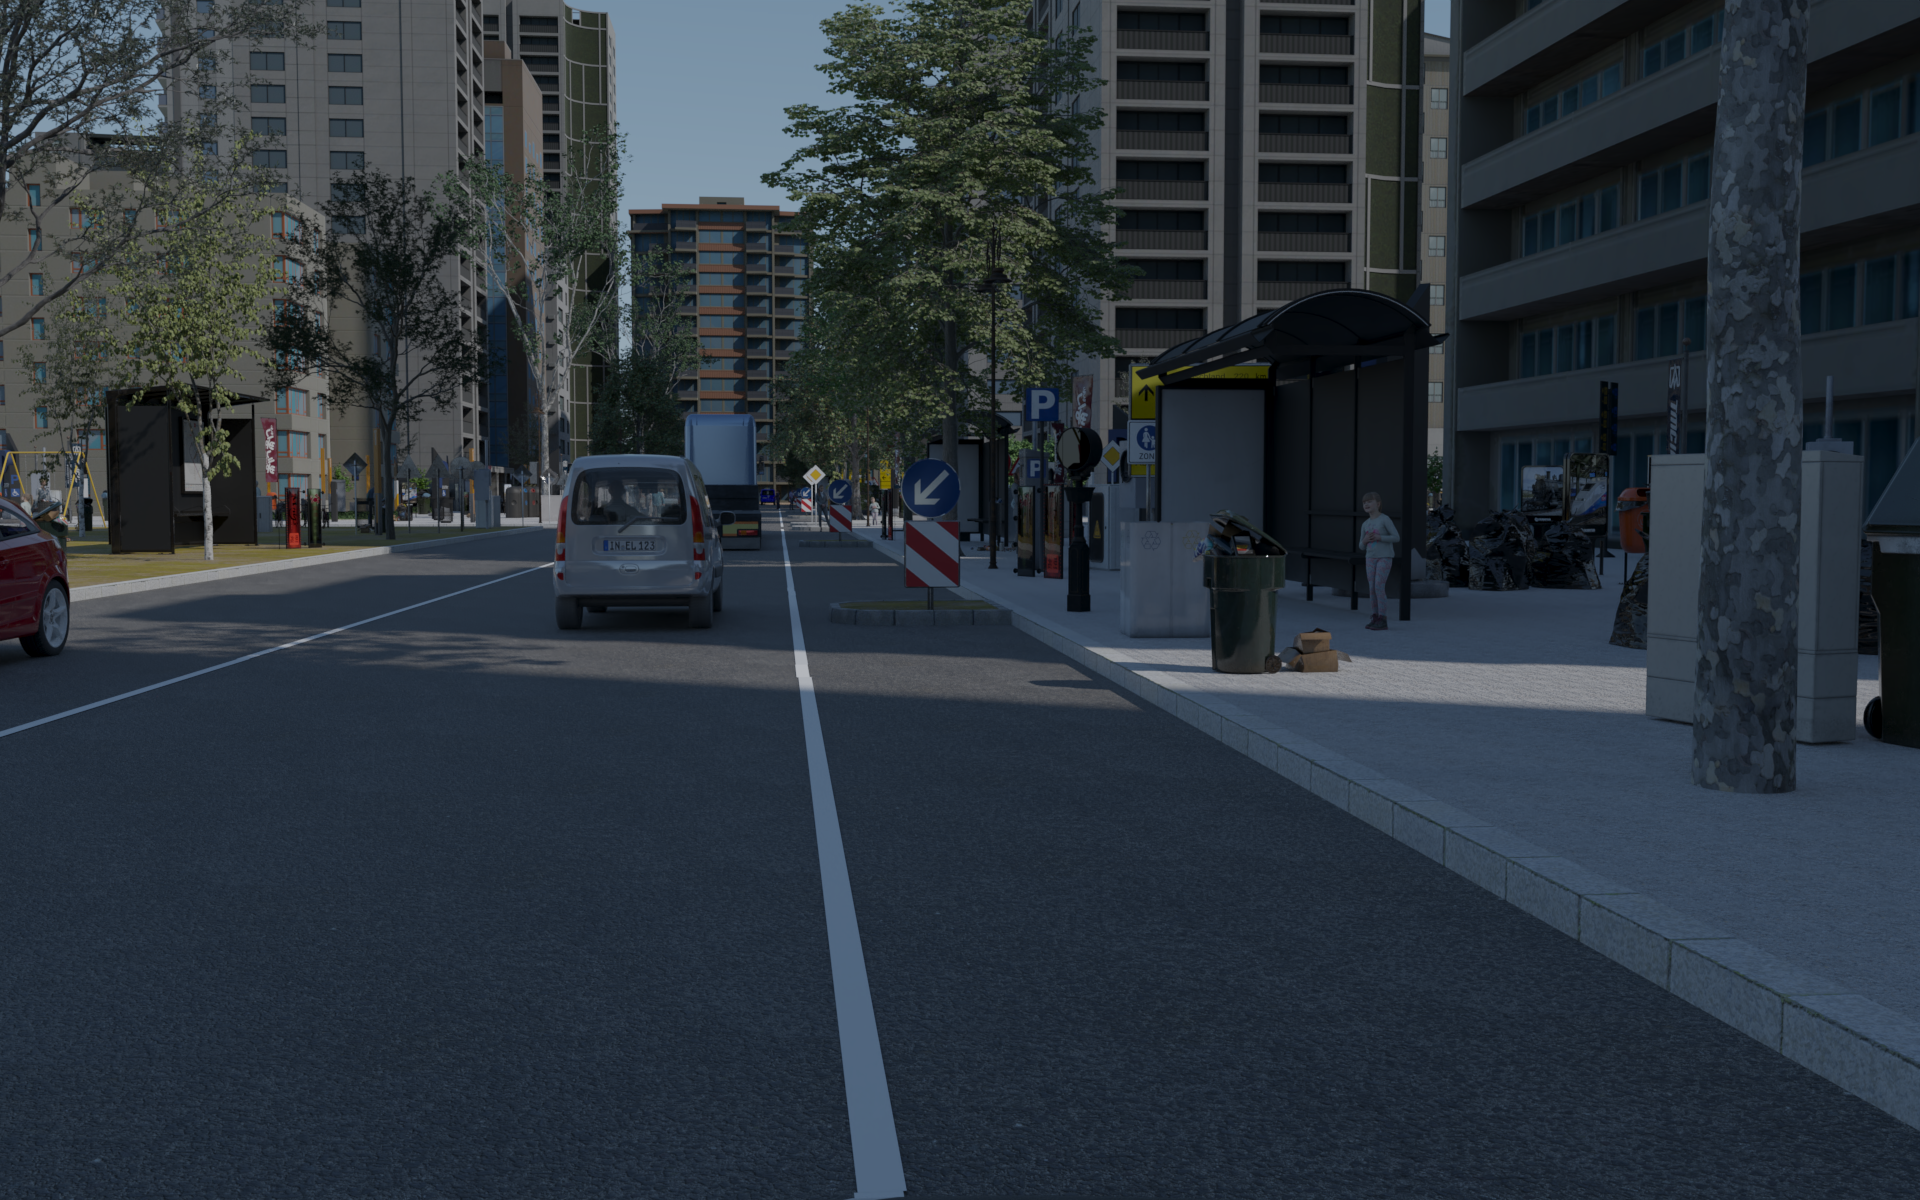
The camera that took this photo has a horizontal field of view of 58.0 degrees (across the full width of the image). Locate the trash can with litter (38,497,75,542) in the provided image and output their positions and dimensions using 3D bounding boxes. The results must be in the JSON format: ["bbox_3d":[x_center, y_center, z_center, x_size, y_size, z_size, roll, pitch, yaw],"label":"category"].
[{"bbox_3d":[-24.733,-2.148,46.171,2.233,1.210,1.678,-3,4,-37],"label":"trash can with litter"}]

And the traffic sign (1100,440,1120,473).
[{"bbox_3d":[3.708,-2.578,41.880,0.795,2.593,0.064,0,4,1],"label":"traffic sign"}]

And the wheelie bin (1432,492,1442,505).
[{"bbox_3d":[17.401,-3.265,61.290,0.980,1.594,0.693,3,5,44],"label":"wheelie bin"}]

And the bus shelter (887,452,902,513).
[{"bbox_3d":[-3.759,-7.967,107.886,2.179,5.291,8.768,0,4,-6],"label":"bus shelter"}]

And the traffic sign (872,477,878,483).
[{"bbox_3d":[-6.537,-8.082,132.149,0.884,2.594,0.081,0,4,-5],"label":"traffic sign"}]

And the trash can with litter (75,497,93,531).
[{"bbox_3d":[-30.440,-2.973,60.003,0.624,1.170,1.055,-3,5,-42],"label":"trash can with litter"}]

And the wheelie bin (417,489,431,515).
[{"bbox_3d":[-33.604,-6.155,108.538,0.980,1.594,0.693,1,4,18],"label":"wheelie bin"}]

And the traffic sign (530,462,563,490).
[{"bbox_3d":[-26.014,-7.062,109.333,2.265,3.308,0.079,0,4,1],"label":"traffic sign"}]

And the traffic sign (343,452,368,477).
[{"bbox_3d":[-19.012,-3.346,54.447,0.795,2.593,0.064,0,4,1],"label":"traffic sign"}]

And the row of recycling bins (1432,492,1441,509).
[{"bbox_3d":[43.127,-8.847,151.758,3.534,1.692,1.069,0,4,-6],"label":"row of recycling bins"}]

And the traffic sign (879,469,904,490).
[{"bbox_3d":[-3.532,-6.502,100.182,2.265,3.308,0.079,0,4,0],"label":"traffic sign"}]

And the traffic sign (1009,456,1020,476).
[{"bbox_3d":[1.810,-3.051,49.892,0.884,2.594,0.081,0,4,-5],"label":"traffic sign"}]

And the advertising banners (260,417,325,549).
[{"bbox_3d":[-15.588,-2.709,40.477,0.090,3.025,2.074,1,4,19],"label":"advertising banners"}]

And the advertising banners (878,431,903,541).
[{"bbox_3d":[-1.934,-3.167,47.973,0.090,3.025,2.074,-1,4,-16],"label":"advertising banners"}]

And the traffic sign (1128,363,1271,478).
[{"bbox_3d":[3.760,-2.025,26.988,2.265,3.308,0.079,0,4,3],"label":"traffic sign"}]

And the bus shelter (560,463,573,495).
[{"bbox_3d":[-25.519,-7.368,114.395,2.014,3.302,5.546,0,4,-6],"label":"bus shelter"}]

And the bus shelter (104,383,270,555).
[{"bbox_3d":[-17.546,-2.961,39.696,1.731,3.624,6.357,0,4,-6],"label":"bus shelter"}]

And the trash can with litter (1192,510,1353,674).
[{"bbox_3d":[2.264,-0.073,12.576,1.055,1.170,0.624,-1,4,-14],"label":"trash can with litter"}]

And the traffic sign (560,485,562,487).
[{"bbox_3d":[-24.810,-6.396,106.705,0.606,2.300,0.079,0,4,-4],"label":"traffic sign"}]

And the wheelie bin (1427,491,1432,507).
[{"bbox_3d":[41.780,-8.936,154.018,0.693,1.594,0.980,-2,4,-27],"label":"wheelie bin"}]

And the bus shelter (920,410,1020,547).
[{"bbox_3d":[0.154,-3.083,44.331,2.014,3.302,5.546,0,4,-6],"label":"bus shelter"}]

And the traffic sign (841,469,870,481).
[{"bbox_3d":[-8.148,-8.637,135.086,2.265,3.308,0.079,0,4,0],"label":"traffic sign"}]

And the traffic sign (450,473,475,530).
[{"bbox_3d":[-17.719,-3.772,61.668,0.884,2.594,0.081,0,4,-5],"label":"traffic sign"}]

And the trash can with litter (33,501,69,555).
[{"bbox_3d":[-14.747,-0.987,27.531,1.055,1.170,0.624,-2,4,-25],"label":"trash can with litter"}]

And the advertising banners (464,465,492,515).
[{"bbox_3d":[-29.522,-6.703,105.774,2.074,3.025,0.090,1,4,14],"label":"advertising banners"}]

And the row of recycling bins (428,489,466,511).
[{"bbox_3d":[-38.751,-7.584,131.113,3.534,1.692,1.069,-2,4,-29],"label":"row of recycling bins"}]

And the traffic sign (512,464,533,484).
[{"bbox_3d":[-17.162,-4.019,67.896,0.795,2.593,0.064,0,4,-6],"label":"traffic sign"}]

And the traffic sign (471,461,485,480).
[{"bbox_3d":[-18.588,-4.064,66.545,0.768,2.556,0.104,0,4,-2],"label":"traffic sign"}]

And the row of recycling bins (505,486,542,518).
[{"bbox_3d":[-23.673,-5.315,94.016,1.069,1.692,3.534,1,4,12],"label":"row of recycling bins"}]

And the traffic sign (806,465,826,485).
[{"bbox_3d":[-5.729,-4.091,69.076,0.795,2.593,0.064,0,4,-6],"label":"traffic sign"}]

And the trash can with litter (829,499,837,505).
[{"bbox_3d":[-8.780,-6.866,123.649,1.055,1.170,0.624,-1,4,-15],"label":"trash can with litter"}]

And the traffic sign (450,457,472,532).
[{"bbox_3d":[-17.021,-3.608,59.102,0.768,2.556,0.104,0,4,3],"label":"traffic sign"}]

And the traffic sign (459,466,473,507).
[{"bbox_3d":[-18.075,-3.843,62.943,0.768,2.556,0.104,0,4,-5],"label":"traffic sign"}]

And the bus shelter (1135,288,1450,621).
[{"bbox_3d":[3.549,-1.583,19.808,2.014,3.302,5.546,0,4,-6],"label":"bus shelter"}]

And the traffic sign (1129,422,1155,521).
[{"bbox_3d":[2.622,-1.344,24.102,0.606,2.300,0.079,0,4,-5],"label":"traffic sign"}]

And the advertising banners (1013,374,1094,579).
[{"bbox_3d":[1.404,-1.837,26.216,0.090,3.025,2.074,-2,4,-31],"label":"advertising banners"}]

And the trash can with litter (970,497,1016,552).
[{"bbox_3d":[1.054,-1.748,39.644,1.678,1.210,2.233,2,4,24],"label":"trash can with litter"}]

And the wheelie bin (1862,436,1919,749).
[{"bbox_3d":[5.064,-0.054,8.788,0.693,1.594,0.980,-1,4,-15],"label":"wheelie bin"}]

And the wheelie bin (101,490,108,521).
[{"bbox_3d":[-40.360,-4.550,82.302,0.693,1.594,0.980,0,4,-1],"label":"wheelie bin"}]

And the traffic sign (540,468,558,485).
[{"bbox_3d":[-17.999,-4.504,75.837,0.795,2.593,0.064,0,4,-6],"label":"traffic sign"}]

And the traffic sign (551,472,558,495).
[{"bbox_3d":[-22.757,-5.895,96.488,0.768,2.556,0.104,0,4,-4],"label":"traffic sign"}]

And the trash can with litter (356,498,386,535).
[{"bbox_3d":[-19.334,-2.798,57.127,1.055,1.170,0.624,0,4,-6],"label":"trash can with litter"}]

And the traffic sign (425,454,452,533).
[{"bbox_3d":[-17.033,-3.458,56.534,0.884,2.594,0.081,0,4,-2],"label":"traffic sign"}]

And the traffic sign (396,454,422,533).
[{"bbox_3d":[-17.959,-3.451,56.424,0.884,2.594,0.081,0,4,4],"label":"traffic sign"}]

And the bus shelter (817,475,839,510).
[{"bbox_3d":[-10.287,-8.623,134.907,2.014,3.302,5.546,0,4,-6],"label":"bus shelter"}]

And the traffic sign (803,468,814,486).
[{"bbox_3d":[-6.566,-4.577,77.018,0.795,2.593,0.064,0,4,-6],"label":"traffic sign"}]

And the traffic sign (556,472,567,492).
[{"bbox_3d":[-22.824,-6.105,99.827,0.884,2.594,0.081,0,4,2],"label":"traffic sign"}]

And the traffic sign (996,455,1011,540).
[{"bbox_3d":[1.046,-2.943,48.220,0.768,2.556,0.104,0,4,-4],"label":"traffic sign"}]
